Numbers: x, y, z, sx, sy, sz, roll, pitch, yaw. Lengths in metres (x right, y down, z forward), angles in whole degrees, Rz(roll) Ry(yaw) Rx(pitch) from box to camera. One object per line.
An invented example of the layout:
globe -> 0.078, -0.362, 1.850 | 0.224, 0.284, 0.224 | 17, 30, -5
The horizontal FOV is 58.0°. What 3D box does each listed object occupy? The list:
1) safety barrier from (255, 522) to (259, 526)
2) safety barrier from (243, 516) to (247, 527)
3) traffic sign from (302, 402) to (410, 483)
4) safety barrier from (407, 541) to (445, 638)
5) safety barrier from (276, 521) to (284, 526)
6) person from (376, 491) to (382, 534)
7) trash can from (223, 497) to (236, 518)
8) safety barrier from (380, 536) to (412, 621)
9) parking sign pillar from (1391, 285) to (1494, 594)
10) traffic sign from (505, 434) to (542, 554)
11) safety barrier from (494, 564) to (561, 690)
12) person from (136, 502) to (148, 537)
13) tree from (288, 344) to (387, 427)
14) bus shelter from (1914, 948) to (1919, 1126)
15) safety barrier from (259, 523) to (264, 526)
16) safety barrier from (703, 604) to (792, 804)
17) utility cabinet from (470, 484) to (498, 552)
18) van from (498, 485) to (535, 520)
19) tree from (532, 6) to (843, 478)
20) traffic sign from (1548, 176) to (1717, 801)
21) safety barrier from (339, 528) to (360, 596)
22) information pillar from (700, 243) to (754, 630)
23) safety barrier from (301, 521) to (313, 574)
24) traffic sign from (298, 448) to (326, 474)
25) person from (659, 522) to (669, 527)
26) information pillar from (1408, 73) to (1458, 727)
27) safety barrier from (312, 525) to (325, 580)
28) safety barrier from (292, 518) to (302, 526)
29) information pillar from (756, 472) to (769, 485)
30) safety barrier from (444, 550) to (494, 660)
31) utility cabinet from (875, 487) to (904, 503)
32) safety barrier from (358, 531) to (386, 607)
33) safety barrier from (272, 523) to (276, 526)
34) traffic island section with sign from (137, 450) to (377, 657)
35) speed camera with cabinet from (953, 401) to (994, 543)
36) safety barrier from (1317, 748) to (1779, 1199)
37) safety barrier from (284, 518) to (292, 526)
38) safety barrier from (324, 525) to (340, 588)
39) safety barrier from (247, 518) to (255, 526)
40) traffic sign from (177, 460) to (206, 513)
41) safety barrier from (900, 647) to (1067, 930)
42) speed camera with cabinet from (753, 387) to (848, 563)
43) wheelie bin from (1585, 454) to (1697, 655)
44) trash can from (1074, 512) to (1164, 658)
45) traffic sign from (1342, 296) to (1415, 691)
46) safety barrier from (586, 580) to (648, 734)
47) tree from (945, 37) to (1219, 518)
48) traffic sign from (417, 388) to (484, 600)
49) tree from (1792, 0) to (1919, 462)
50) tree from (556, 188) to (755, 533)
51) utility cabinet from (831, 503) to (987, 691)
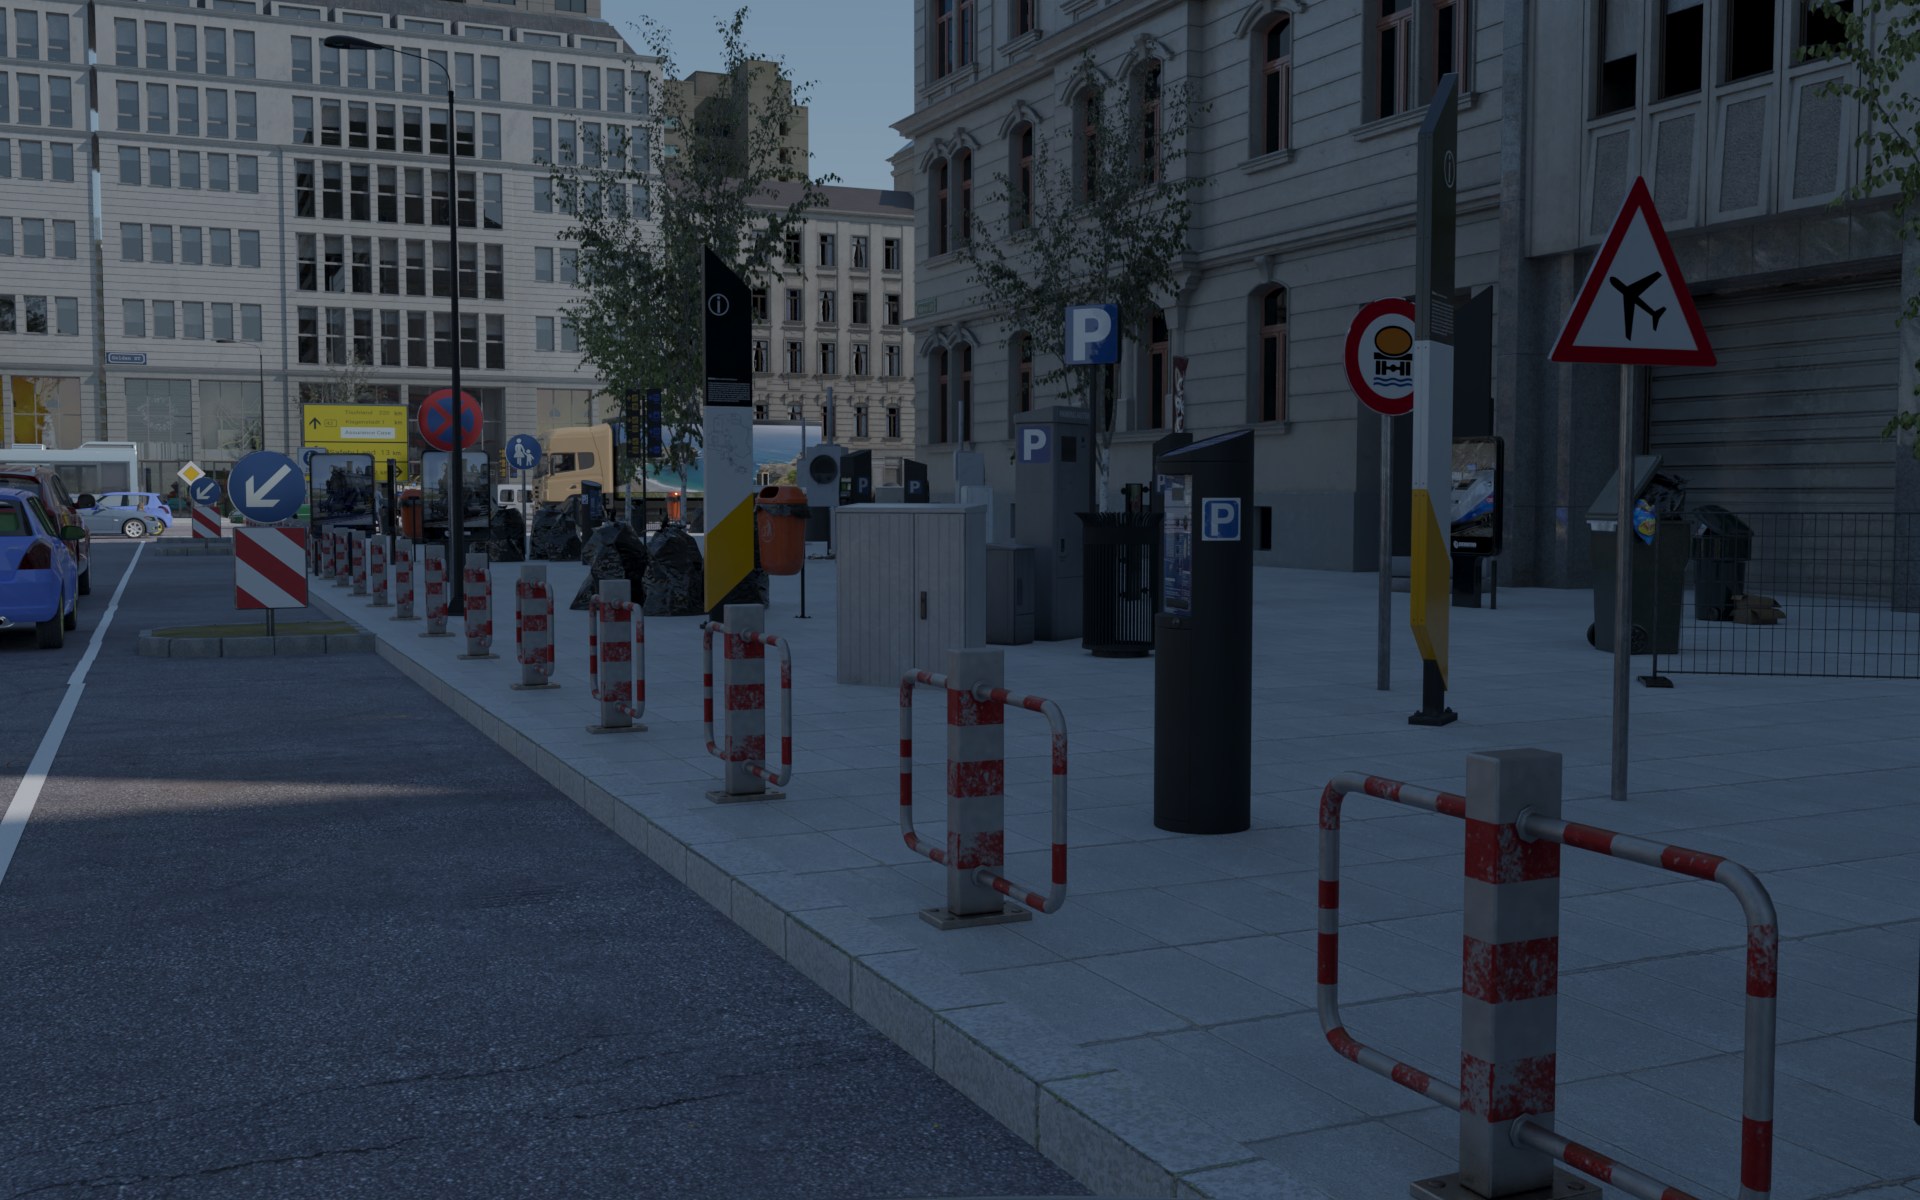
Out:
safety barrier -> -17.067, -1.729, 42.539 | 0.300, 0.817, 1.120 | -2, 4, -25
safety barrier -> -19.915, -2.108, 48.748 | 0.300, 0.817, 1.120 | -2, 4, -25
traffic sign -> -13.533, -2.753, 38.884 | 2.265, 3.308, 0.079 | -1, 4, -18
safety barrier -> -4.717, -0.081, 15.593 | 0.300, 0.817, 1.120 | -2, 4, -25
safety barrier -> -13.256, -1.220, 34.229 | 0.300, 0.817, 1.120 | -2, 4, -25
person -> -19.386, -2.979, 57.389 | 0.721, 1.800, 0.419 | -1, 4, -22
trash can -> -38.397, -4.863, 91.158 | 0.748, 1.137, 0.748 | 0, 3, 0
safety barrier -> -5.666, -0.207, 17.664 | 0.300, 0.817, 1.120 | -2, 4, -25
parking sign pillar -> 6.340, -2.103, 22.852 | 1.447, 3.967, 1.447 | 2, 4, 25
traffic sign -> -9.269, -2.246, 36.823 | 0.768, 2.556, 0.104 | -1, 4, -20
safety barrier -> -2.808, 0.174, 11.423 | 0.300, 0.817, 1.120 | -2, 4, -25
person -> -27.615, -2.692, 58.005 | 0.738, 1.151, 1.012 | 3, 4, 37
tree -> -30.167, -8.196, 84.364 | 4.360, 8.622, 3.978 | 0, 3, 0
bus shelter -> 3.410, -0.423, 0.843 | 2.014, 3.302, 5.546 | -2, 4, -25
safety barrier -> -16.115, -1.601, 40.452 | 0.300, 0.817, 1.120 | -2, 4, -25
safety barrier -> -0.904, 0.428, 7.277 | 0.300, 0.817, 1.120 | -2, 4, -25
utility cabinet -> -10.225, -1.711, 36.651 | 1.173, 1.500, 0.318 | 3, 5, 40
van -> -18.831, -4.287, 77.097 | 4.112, 2.044, 2.013 | -2, 4, -24
tree -> -3.933, -4.615, 25.817 | 4.360, 8.622, 3.978 | 0, 3, 0
traffic sign -> 2.764, -0.439, 7.189 | 0.884, 2.594, 0.081 | -1, 4, -23
safety barrier -> -7.560, -0.460, 21.800 | 0.300, 0.817, 1.120 | -2, 4, -25
information pillar -> -2.212, -1.533, 16.415 | 0.504, 3.616, 0.183 | -2, 4, -28
safety barrier -> -10.409, -0.840, 28.017 | 0.300, 0.817, 1.120 | -2, 4, -25
traffic sign -> -14.116, -2.180, 37.774 | 0.606, 2.300, 0.079 | -2, 4, -23
person -> -12.572, -3.999, 73.765 | 0.514, 1.842, 0.818 | 3, 5, 40
information pillar -> 2.618, -1.113, 9.556 | 0.183, 3.616, 0.504 | 2, 4, 31
safety barrier -> -9.462, -0.714, 25.950 | 0.300, 0.817, 1.120 | -2, 4, -25
safety barrier -> -11.360, -0.967, 30.084 | 0.300, 0.817, 1.120 | -2, 4, -25
information pillar -> -6.707, -3.325, 58.859 | 0.304, 2.012, 0.304 | 3, 5, 39
safety barrier -> -3.763, 0.047, 13.506 | 0.300, 0.817, 1.120 | -2, 4, -25
utility cabinet -> -1.875, -2.557, 50.478 | 1.173, 1.500, 0.318 | 0, 4, -5
safety barrier -> -6.612, -0.334, 19.732 | 0.300, 0.817, 1.120 | -2, 4, -25
safety barrier -> -14.206, -1.347, 36.300 | 0.300, 0.817, 1.120 | -2, 4, -25
traffic island section with sign -> -6.614, -0.463, 16.199 | 1.989, 1.847, 2.006 | -2, 4, -25
speed camera with cabinet -> 0.296, -2.561, 36.216 | 0.660, 3.252, 2.038 | 0, 4, -7
safety barrier -> 0.993, 0.682, 3.128 | 0.300, 0.817, 1.120 | -2, 4, -25
safety barrier -> -12.307, -1.094, 32.160 | 0.300, 0.817, 1.120 | -2, 4, -25
safety barrier -> -8.512, -0.587, 23.871 | 0.300, 0.817, 1.120 | -2, 4, -25
safety barrier -> -18.966, -1.982, 46.681 | 0.300, 0.817, 1.120 | -2, 4, -25
traffic sign -> -22.917, -2.938, 51.677 | 0.795, 2.450, 0.064 | -2, 4, -25
safety barrier -> 0.047, 0.555, 5.201 | 0.300, 0.817, 1.120 | -2, 4, -25
speed camera with cabinet -> -3.112, -2.301, 31.960 | 2.038, 3.252, 0.660 | 1, 4, 11
wheelie bin -> 5.522, -0.378, 14.085 | 0.693, 1.594, 0.980 | 0, 4, -4
trash can -> 1.274, -0.127, 13.730 | 0.748, 1.137, 0.748 | 0, 3, 0
traffic sign -> 2.774, -0.682, 11.264 | 0.768, 2.556, 0.104 | -1, 4, -23
safety barrier -> -1.859, 0.301, 9.356 | 0.300, 0.817, 1.120 | -2, 4, -25
tree -> 2.188, -4.755, 28.107 | 4.360, 8.622, 3.978 | 0, 3, 0
traffic sign -> -6.135, -1.272, 20.902 | 0.768, 2.556, 0.104 | -1, 4, -21
tree -> 8.809, -3.904, 14.200 | 4.737, 8.622, 4.395 | 0, 3, 0
tree -> -6.796, -5.569, 41.414 | 4.737, 8.622, 4.395 | 0, 3, 0
utility cabinet -> -0.335, -0.023, 11.544 | 1.020, 1.237, 0.306 | 2, 4, 30
